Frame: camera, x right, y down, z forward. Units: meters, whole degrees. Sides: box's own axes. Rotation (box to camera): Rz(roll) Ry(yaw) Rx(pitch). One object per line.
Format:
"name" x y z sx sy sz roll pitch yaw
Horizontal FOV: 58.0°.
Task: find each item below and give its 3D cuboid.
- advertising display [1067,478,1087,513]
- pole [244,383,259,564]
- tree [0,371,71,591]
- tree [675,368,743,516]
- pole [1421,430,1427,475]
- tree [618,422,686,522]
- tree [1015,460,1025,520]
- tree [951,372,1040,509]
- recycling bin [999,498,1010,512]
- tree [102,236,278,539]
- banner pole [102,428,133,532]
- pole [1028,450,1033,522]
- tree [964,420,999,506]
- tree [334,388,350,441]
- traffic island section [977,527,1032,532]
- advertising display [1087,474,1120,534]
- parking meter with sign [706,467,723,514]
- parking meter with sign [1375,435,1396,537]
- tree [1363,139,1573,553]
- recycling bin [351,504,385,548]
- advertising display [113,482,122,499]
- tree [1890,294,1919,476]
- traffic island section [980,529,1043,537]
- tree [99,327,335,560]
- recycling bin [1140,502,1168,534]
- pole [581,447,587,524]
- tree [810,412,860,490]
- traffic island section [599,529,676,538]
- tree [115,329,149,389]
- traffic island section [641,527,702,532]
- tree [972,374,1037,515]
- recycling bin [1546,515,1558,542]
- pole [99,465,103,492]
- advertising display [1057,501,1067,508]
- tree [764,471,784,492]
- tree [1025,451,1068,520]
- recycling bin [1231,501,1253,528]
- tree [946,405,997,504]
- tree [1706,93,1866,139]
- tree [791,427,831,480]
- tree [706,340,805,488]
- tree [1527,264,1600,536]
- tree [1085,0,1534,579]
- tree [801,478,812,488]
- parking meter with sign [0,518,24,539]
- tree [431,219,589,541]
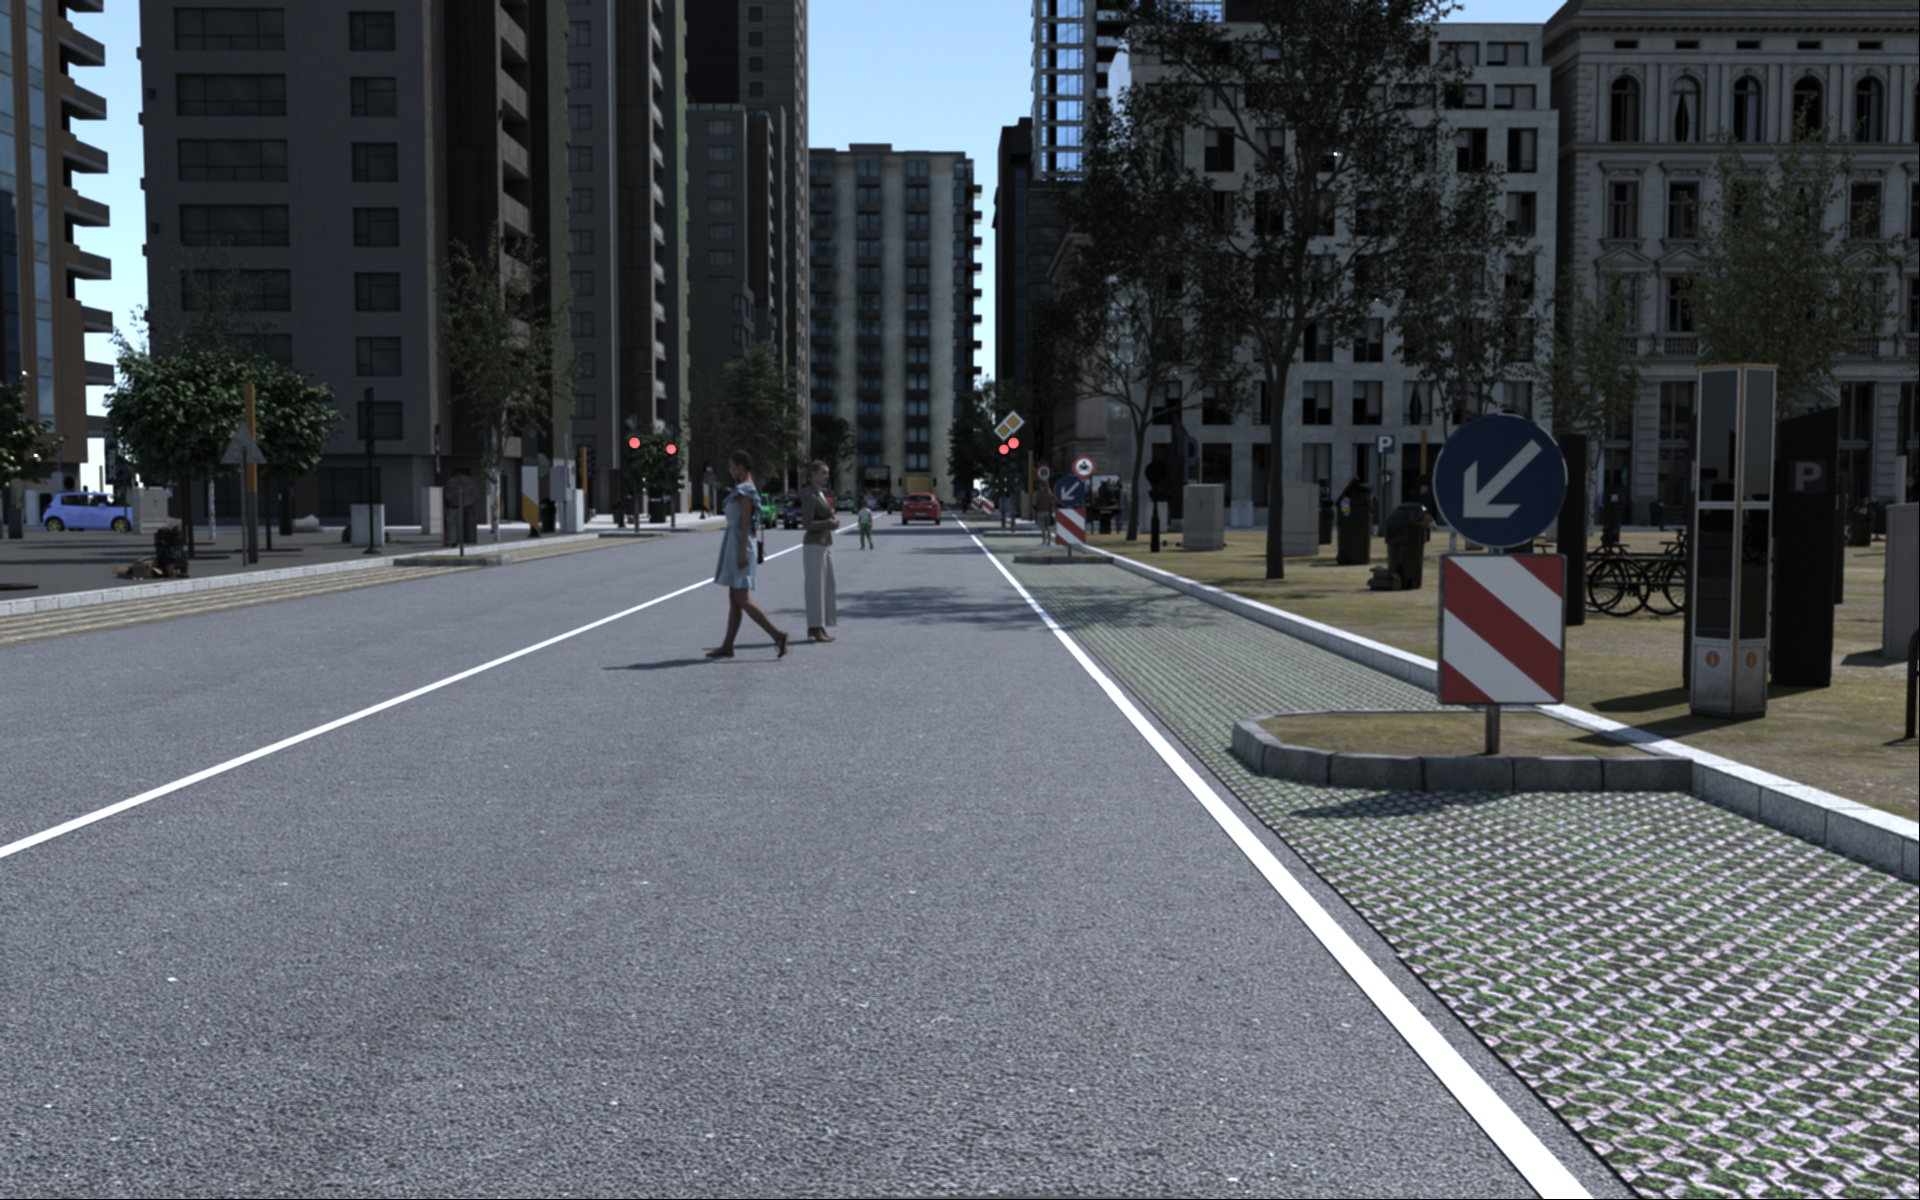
"advertising display" 4.920 -3.961 69.974 0.974 1.923 0.123 1 4 18
"pole" -13.057 -2.328 31.908 0.158 3.312 0.155 0 3 0
"tree" -12.911 -1.759 23.361 1.663 3.219 1.824 0 3 0
"tree" -14.435 -9.190 100.613 4.360 8.622 3.978 0 3 0
"pole" 14.746 -3.749 55.136 0.158 3.312 0.155 0 3 0
"tree" -13.976 -5.828 79.004 4.285 4.588 4.351 0 3 0
"tree" 3.500 -5.491 84.383 1.663 3.219 1.824 0 3 0
"tree" 3.127 -13.522 146.837 9.928 11.665 9.643 0 3 0
"recycling bin" 3.198 -6.748 122.890 0.722 1.027 0.722 -1 4 -12
"tree" -21.407 -6.019 48.778 4.360 8.622 3.978 0 3 0
"banner pole" -28.243 -4.161 58.052 0.863 3.779 0.401 0 4 -7
"pole" 3.306 -5.327 80.944 0.158 3.312 0.155 0 3 0
"tree" 2.247 -14.135 181.469 4.360 8.622 3.978 0 3 0
"tree" -15.564 -3.388 39.102 4.285 4.588 4.351 0 3 0
"traffic island section" 1.686 -2.685 66.185 2.009 0.180 2.903 0 4 -1
"advertising display" 4.660 -3.083 55.623 0.974 1.923 0.123 -1 4 -9
"parking meter with sign" -15.613 -7.054 111.590 0.543 3.016 1.738 2 4 26
"parking meter with sign" 12.851 -3.409 52.002 0.543 3.016 1.738 1 4 21
"tree" 10.304 -5.223 35.757 4.360 8.622 3.978 0 3 0
"recycling bin" -14.327 -1.796 41.911 0.722 1.027 0.722 -1 4 -15
"advertising display" -45.281 -5.374 93.080 0.123 1.923 0.974 -1 4 -9
"tree" 25.410 -5.648 42.708 4.360 8.622 3.978 0 3 0
"traffic island section" 1.803 -2.197 58.201 2.009 0.180 2.903 0 4 -1
"tree" -15.310 -3.100 34.397 4.285 4.588 4.351 0 3 0
"recycling bin" 6.304 -2.683 56.426 0.722 1.027 0.722 -1 4 -16
"pole" -16.186 -4.940 74.607 0.158 3.312 0.155 0 3 0
"tree" -16.155 -17.905 218.497 9.928 11.665 9.643 0 3 0
"traffic island section" -10.837 -2.186 58.021 2.009 0.180 2.903 0 4 -1
"tree" -35.911 -7.817 78.166 4.737 8.622 4.395 0 3 0
"traffic island section" -10.954 -2.674 66.006 2.009 0.180 2.903 0 4 -1
"tree" 3.050 -9.576 106.922 4.737 8.622 4.395 0 3 0
"recycling bin" 16.172 -2.066 46.336 0.722 1.027 0.722 0 4 -8
"pole" -60.855 -7.886 122.772 0.158 3.312 0.155 0 3 0
"advertising display" 5.434 -5.097 88.543 0.974 1.923 0.123 0 4 4
"tree" -15.050 -8.892 139.979 1.663 3.219 1.824 0 3 0
"tree" 3.968 -5.055 77.256 1.663 3.219 1.824 0 3 0
"recycling bin" 10.687 -3.247 65.641 0.722 1.027 0.722 1 4 21
"tree" 1.920 -18.373 218.517 7.486 12.596 7.792 0 3 0
"tree" 15.634 -5.056 33.025 4.737 8.622 4.395 0 3 0
"tree" -16.267 -14.556 188.348 4.360 8.622 3.978 0 3 0
"tree" -14.997 -12.809 127.547 7.486 12.596 7.792 0 3 0
"tree" 19.438 -6.288 53.165 4.737 8.622 4.395 0 3 0
"tree" 4.513 -5.586 25.743 7.601 10.594 8.767 -3 5 -44
"tree" -15.271 -11.016 174.712 1.663 3.219 1.824 0 3 0
"parking meter with sign" -27.751 -3.252 49.435 1.738 3.016 0.543 -1 4 -18
"tree" -12.595 -5.944 47.542 4.737 8.622 4.395 0 3 0
